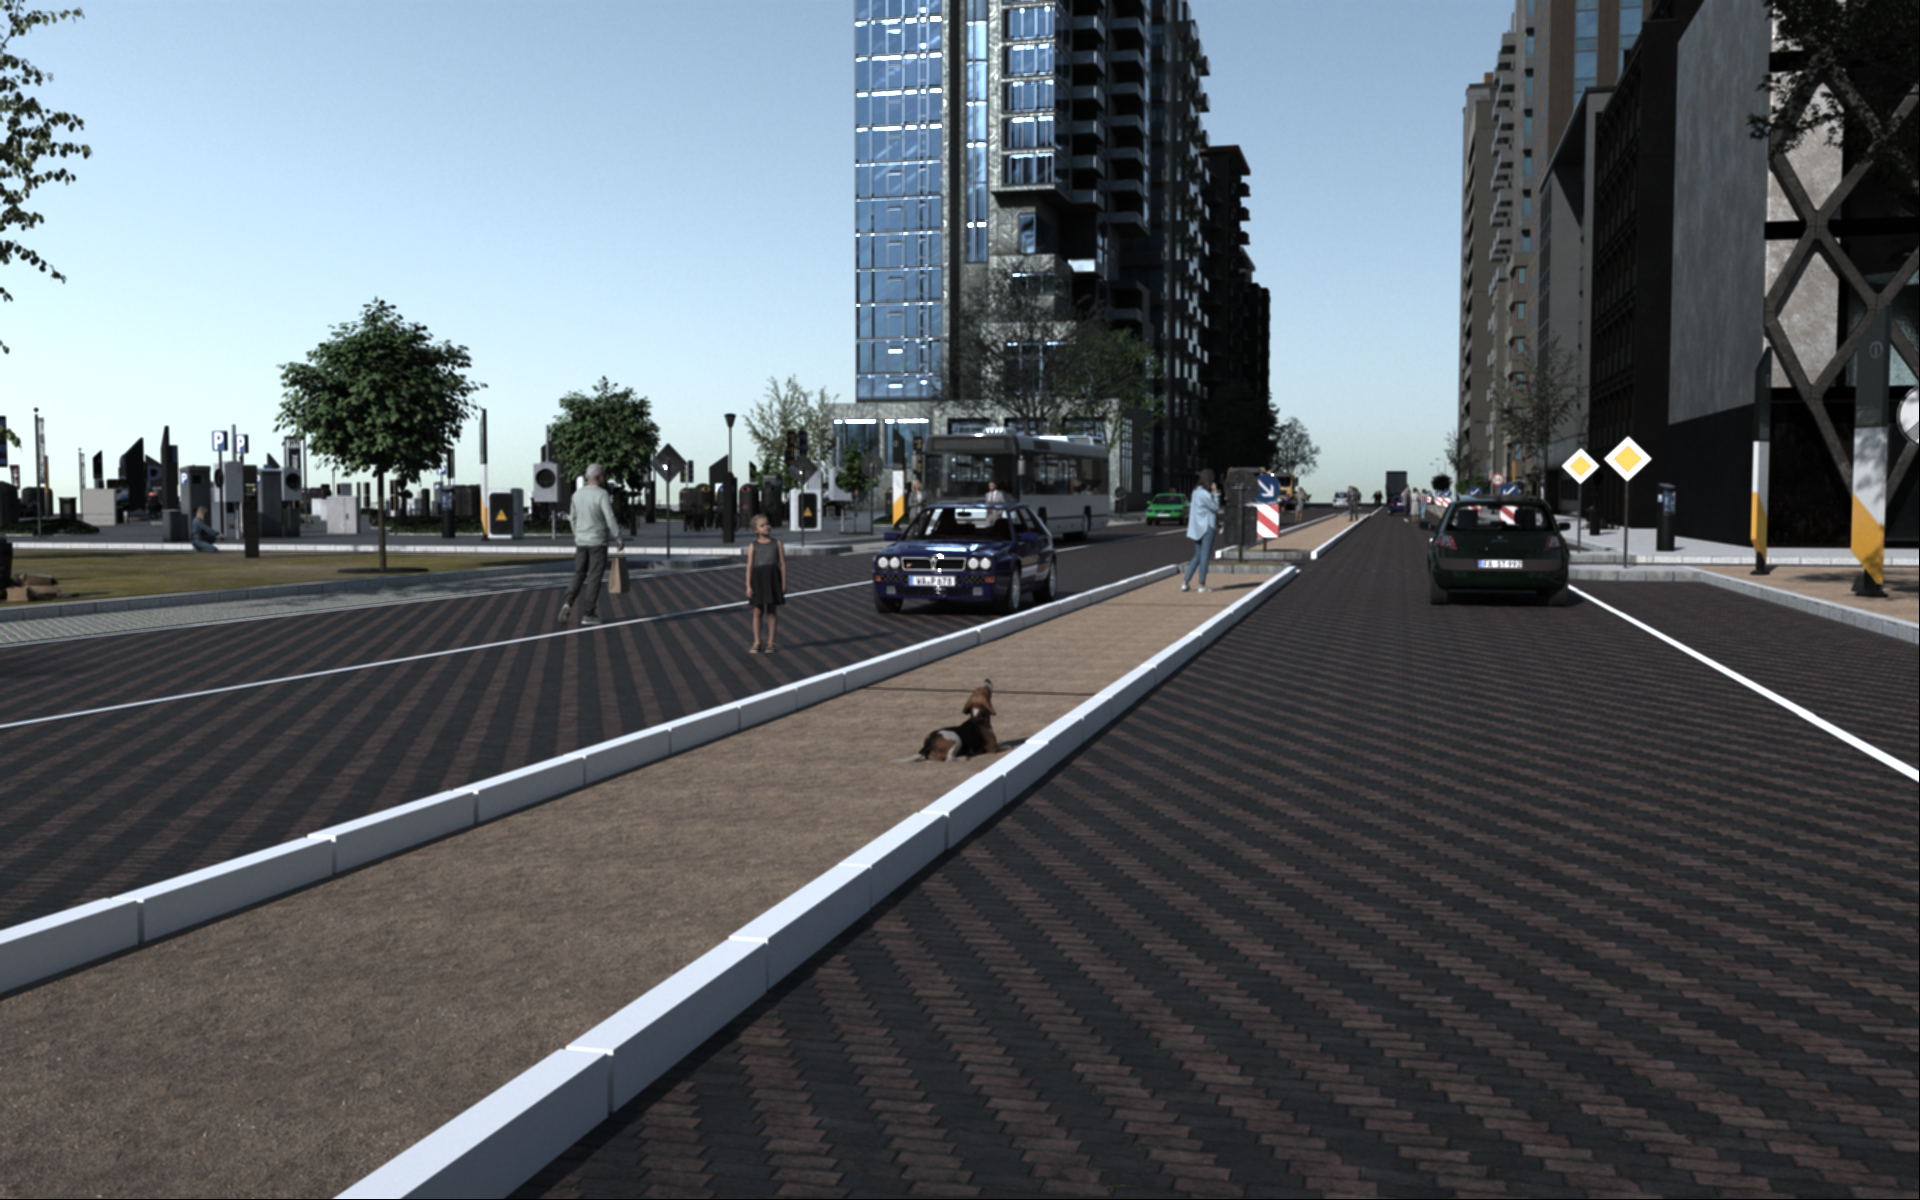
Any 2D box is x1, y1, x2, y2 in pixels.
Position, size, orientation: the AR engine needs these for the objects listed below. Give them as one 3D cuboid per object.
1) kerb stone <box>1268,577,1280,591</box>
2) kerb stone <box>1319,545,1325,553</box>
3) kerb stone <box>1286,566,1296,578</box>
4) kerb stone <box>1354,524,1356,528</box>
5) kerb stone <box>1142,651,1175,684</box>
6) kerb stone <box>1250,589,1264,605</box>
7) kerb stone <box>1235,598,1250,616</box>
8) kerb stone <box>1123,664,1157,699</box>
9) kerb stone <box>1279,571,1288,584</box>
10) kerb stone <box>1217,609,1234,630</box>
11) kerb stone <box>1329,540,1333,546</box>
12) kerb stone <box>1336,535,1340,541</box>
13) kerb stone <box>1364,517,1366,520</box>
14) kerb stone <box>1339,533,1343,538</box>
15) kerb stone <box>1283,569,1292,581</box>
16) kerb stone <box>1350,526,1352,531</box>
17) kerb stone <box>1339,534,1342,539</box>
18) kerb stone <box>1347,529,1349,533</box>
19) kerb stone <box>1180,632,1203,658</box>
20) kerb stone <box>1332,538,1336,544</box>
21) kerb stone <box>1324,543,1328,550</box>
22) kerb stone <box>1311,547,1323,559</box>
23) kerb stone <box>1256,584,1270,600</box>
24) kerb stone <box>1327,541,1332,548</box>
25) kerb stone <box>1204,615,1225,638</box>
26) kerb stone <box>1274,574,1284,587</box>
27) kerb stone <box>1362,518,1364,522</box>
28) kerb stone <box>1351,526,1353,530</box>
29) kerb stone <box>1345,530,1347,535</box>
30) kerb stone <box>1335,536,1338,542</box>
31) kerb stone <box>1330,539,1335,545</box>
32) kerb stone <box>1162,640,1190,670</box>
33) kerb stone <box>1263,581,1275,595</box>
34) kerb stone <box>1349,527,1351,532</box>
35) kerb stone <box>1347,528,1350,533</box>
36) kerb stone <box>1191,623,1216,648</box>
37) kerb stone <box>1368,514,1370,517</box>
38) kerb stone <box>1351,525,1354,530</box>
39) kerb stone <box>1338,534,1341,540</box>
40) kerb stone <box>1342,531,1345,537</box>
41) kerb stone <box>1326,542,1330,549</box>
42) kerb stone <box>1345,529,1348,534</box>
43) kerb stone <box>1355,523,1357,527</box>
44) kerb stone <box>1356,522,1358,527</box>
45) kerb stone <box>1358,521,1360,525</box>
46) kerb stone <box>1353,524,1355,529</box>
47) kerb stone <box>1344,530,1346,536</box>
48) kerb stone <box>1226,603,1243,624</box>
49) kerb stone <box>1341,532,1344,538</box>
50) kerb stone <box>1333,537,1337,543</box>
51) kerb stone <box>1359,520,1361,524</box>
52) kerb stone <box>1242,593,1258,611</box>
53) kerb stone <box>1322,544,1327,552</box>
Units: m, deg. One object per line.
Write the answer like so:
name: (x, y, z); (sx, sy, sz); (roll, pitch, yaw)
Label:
kerb stone: (4.557, -0.196, 25.395); (0.120, 0.150, 1.000); (1, 4, 14)
kerb stone: (8.455, -1.136, 40.803); (0.120, 0.150, 1.000); (1, 4, 14)
kerb stone: (5.560, -0.439, 29.374); (0.120, 0.150, 1.000); (1, 4, 14)
kerb stone: (15.500, -2.834, 68.634); (0.120, 0.150, 1.000); (1, 4, 14)
kerb stone: (1.532, 0.534, 13.465); (0.120, 0.150, 1.000); (1, 4, 14)
kerb stone: (3.800, -0.012, 22.418); (0.120, 0.150, 1.000); (1, 4, 14)
kerb stone: (3.294, 0.109, 20.437); (0.120, 0.150, 1.000); (1, 4, 14)
kerb stone: (1.274, 0.600, 12.469); (0.120, 0.150, 1.000); (1, 4, 14)
kerb stone: (5.059, -0.317, 27.385); (0.120, 0.150, 1.000); (1, 4, 14)
kerb stone: (2.786, 0.234, 18.435); (0.120, 0.150, 1.000); (1, 4, 14)
kerb stone: (9.719, -1.442, 45.777); (0.120, 0.150, 1.000); (1, 4, 14)
kerb stone: (10.971, -1.746, 50.741); (0.120, 0.150, 1.000); (1, 4, 14)
kerb stone: (20.540, -4.056, 88.514); (0.120, 0.150, 1.000); (1, 4, 14)
kerb stone: (11.721, -1.928, 53.718); (0.120, 0.150, 1.000); (1, 4, 14)
kerb stone: (5.313, -0.373, 28.382); (0.120, 0.150, 1.000); (1, 4, 14)
kerb stone: (14.245, -2.536, 63.662); (0.120, 0.150, 1.000); (1, 4, 14)
kerb stone: (11.475, -1.859, 52.727); (0.120, 0.150, 1.000); (1, 4, 14)
kerb stone: (13.240, -2.290, 59.686); (0.120, 0.150, 1.000); (1, 4, 14)
kerb stone: (2.031, 0.420, 15.456); (0.120, 0.150, 1.000); (1, 4, 14)
kerb stone: (10.218, -1.562, 47.759); (0.120, 0.150, 1.000); (1, 4, 14)
kerb stone: (8.958, -1.257, 42.798); (0.120, 0.150, 1.000); (1, 4, 14)
kerb stone: (8.207, -1.077, 39.808); (0.120, 0.150, 1.000); (1, 4, 14)
kerb stone: (4.053, -0.074, 23.408); (0.120, 0.150, 1.000); (1, 4, 14)
kerb stone: (9.465, -1.382, 44.787); (0.120, 0.150, 1.000); (1, 4, 14)
kerb stone: (2.538, 0.291, 17.439); (0.120, 0.150, 1.000); (1, 4, 14)
kerb stone: (4.807, -0.256, 26.393); (0.120, 0.150, 1.000); (1, 4, 14)
kerb stone: (19.282, -3.753, 83.553); (0.120, 0.150, 1.000); (1, 4, 14)
kerb stone: (14.500, -2.597, 64.654); (0.120, 0.150, 1.000); (1, 4, 14)
kerb stone: (12.737, -2.171, 57.692); (0.120, 0.150, 1.000); (1, 4, 14)
kerb stone: (10.717, -1.682, 49.742); (0.120, 0.150, 1.000); (1, 4, 14)
kerb stone: (9.972, -1.497, 46.768); (0.120, 0.150, 1.000); (1, 4, 14)
kerb stone: (1.781, 0.475, 14.457); (0.120, 0.150, 1.000); (1, 4, 14)
kerb stone: (4.301, -0.135, 24.405); (0.120, 0.150, 1.000); (1, 4, 14)
kerb stone: (13.986, -2.476, 62.670); (0.120, 0.150, 1.000); (1, 4, 14)
kerb stone: (13.494, -2.354, 60.676); (0.120, 0.150, 1.000); (1, 4, 14)
kerb stone: (2.291, 0.352, 16.445); (0.120, 0.150, 1.000); (1, 4, 14)
kerb stone: (23.306, -4.724, 99.438); (0.120, 0.150, 1.000); (1, 4, 14)
kerb stone: (14.747, -2.658, 65.647); (0.120, 0.150, 1.000); (1, 4, 14)
kerb stone: (11.220, -1.807, 51.736); (0.120, 0.150, 1.000); (1, 4, 14)
kerb stone: (12.227, -2.047, 55.712); (0.120, 0.150, 1.000); (1, 4, 14)
kerb stone: (9.203, -1.317, 43.796); (0.120, 0.150, 1.000); (1, 4, 14)
kerb stone: (12.989, -2.232, 58.685); (0.120, 0.150, 1.000); (1, 4, 14)
kerb stone: (16.011, -2.959, 70.618); (0.120, 0.150, 1.000); (1, 4, 14)
kerb stone: (16.514, -3.083, 72.606); (0.120, 0.150, 1.000); (1, 4, 14)
kerb stone: (17.265, -3.260, 75.590); (0.120, 0.150, 1.000); (1, 4, 14)
kerb stone: (15.253, -2.779, 67.631); (0.120, 0.150, 1.000); (1, 4, 14)
kerb stone: (12.487, -2.110, 56.701); (0.120, 0.150, 1.000); (1, 4, 14)
kerb stone: (3.046, 0.169, 19.434); (0.120, 0.150, 1.000); (1, 4, 14)
kerb stone: (11.982, -1.989, 54.718); (0.120, 0.150, 1.000); (1, 4, 14)
kerb stone: (10.475, -1.624, 48.749); (0.120, 0.150, 1.000); (1, 4, 14)
kerb stone: (17.778, -3.387, 77.576); (0.120, 0.150, 1.000); (1, 4, 14)
kerb stone: (3.551, 0.047, 21.426); (0.120, 0.150, 1.000); (1, 4, 14)
kerb stone: (8.711, -1.196, 41.800); (0.120, 0.150, 1.000); (1, 4, 14)
